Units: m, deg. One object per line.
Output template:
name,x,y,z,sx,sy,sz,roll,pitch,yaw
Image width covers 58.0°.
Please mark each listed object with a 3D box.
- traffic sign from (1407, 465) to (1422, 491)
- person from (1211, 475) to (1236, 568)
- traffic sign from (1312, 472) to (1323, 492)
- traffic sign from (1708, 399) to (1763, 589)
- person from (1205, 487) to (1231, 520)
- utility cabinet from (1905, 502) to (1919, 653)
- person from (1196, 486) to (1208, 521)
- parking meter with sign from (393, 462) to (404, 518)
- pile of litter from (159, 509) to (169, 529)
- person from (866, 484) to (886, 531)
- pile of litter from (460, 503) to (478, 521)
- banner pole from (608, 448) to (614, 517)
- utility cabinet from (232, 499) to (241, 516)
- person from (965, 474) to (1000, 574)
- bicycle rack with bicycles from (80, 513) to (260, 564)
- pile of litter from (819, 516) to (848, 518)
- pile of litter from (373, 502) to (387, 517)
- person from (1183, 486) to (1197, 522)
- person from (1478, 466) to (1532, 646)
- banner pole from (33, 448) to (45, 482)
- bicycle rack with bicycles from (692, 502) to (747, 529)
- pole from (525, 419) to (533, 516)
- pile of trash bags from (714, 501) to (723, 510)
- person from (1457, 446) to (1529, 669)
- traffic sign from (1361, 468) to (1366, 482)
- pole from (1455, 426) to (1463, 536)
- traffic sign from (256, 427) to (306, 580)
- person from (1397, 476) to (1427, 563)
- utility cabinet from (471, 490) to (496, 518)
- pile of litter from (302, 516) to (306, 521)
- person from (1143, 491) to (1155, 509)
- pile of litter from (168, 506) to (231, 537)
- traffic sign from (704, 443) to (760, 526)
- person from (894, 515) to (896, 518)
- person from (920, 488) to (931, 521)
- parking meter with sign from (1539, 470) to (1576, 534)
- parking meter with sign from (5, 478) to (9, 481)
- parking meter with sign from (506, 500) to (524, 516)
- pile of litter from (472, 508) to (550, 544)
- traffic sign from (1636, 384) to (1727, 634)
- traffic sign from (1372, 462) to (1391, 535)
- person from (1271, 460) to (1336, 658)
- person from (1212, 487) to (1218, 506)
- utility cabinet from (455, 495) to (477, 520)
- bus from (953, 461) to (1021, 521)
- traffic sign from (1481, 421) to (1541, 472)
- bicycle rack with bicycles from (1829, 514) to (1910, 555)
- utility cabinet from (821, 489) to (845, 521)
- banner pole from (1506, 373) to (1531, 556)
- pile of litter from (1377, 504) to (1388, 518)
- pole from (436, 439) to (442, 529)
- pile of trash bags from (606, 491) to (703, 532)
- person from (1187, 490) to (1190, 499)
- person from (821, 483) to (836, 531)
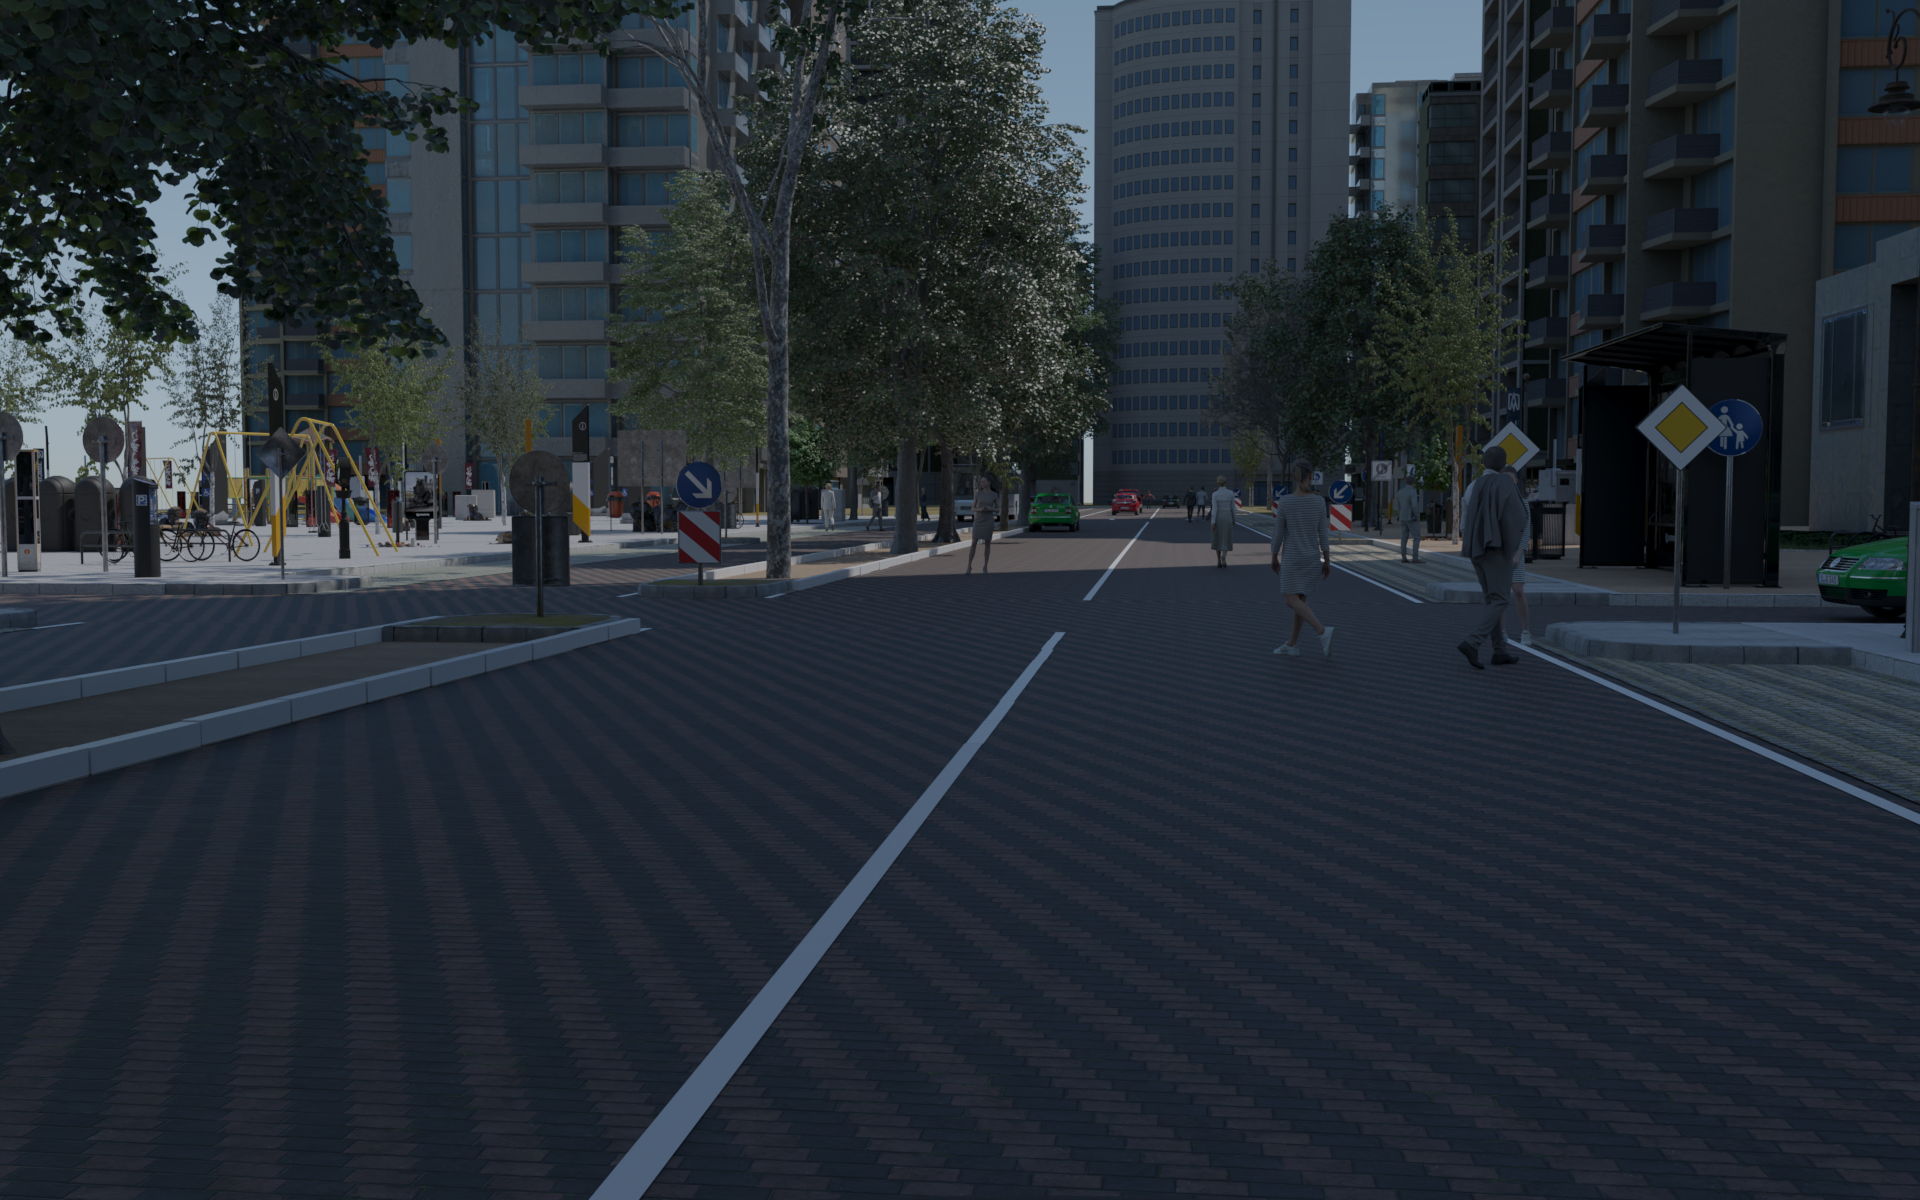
traffic sign,15.703,-3.523,59.733,0.606,2.300,0.079,1,4,16
person,5.078,-1.511,33.436,0.478,1.798,0.641,1,4,13
traffic sign,16.116,-4.668,78.449,0.606,2.300,0.079,1,4,12
traffic sign,10.351,-1.419,23.308,0.768,2.556,0.104,1,4,15
person,14.113,-5.214,93.971,1.509,1.804,0.699,1,4,14
utility cabinet,8.212,-0.168,13.913,1.020,1.237,0.306,1,4,19
person,12.743,-5.079,91.381,0.661,1.843,0.795,1,4,22
parking meter with sign,-30.253,-5.981,94.054,0.543,3.016,1.738,-2,4,-31
pile of litter,-28.625,-2.996,62.954,1.719,0.858,1.176,0,4,8
person,-3.235,-3.533,66.357,0.850,1.850,0.679,2,4,27
pile of litter,-23.204,-4.225,83.051,1.719,0.858,1.176,3,4,39
banner pole,-19.215,-6.441,95.331,0.401,3.779,0.863,1,4,13
utility cabinet,-42.765,-5.733,102.413,0.318,1.500,1.173,-1,4,-12
person,0.403,-1.352,30.942,0.599,1.781,0.374,0,4,5
bicycle rack with bicycles,-15.025,-1.159,32.333,2.925,0.926,2.852,1,4,20
pile of litter,-6.899,-4.843,93.146,1.719,0.858,1.176,2,4,24
pile of litter,-33.050,-5.127,97.784,1.719,0.858,1.176,-1,4,-18
person,11.681,-4.862,87.767,0.659,1.850,0.755,1,4,19
person,5.238,-0.434,16.592,0.512,1.701,0.522,1,4,23
banner pole,-44.056,-5.703,83.254,0.863,3.779,0.401,-1,4,-22
bicycle rack with bicycles,-9.747,-3.065,63.494,2.925,0.926,2.852,3,4,36
pole,-11.722,-3.260,47.136,0.158,3.312,0.155,0,3,0
pile of trash bags,-11.441,-3.852,72.726,3.447,1.369,1.912,0,4,-7
person,4.427,-0.352,14.353,0.850,1.850,0.679,-2,4,-34
traffic sign,19.192,-4.958,81.161,0.768,2.556,0.104,1,4,11
pole,14.867,-3.537,51.673,0.158,3.312,0.155,0,3,0
traffic sign,-10.170,-1.365,25.957,0.795,2.450,0.064,0,4,7
person,9.268,-1.658,35.704,0.391,1.810,0.635,-2,4,-34
utility cabinet,-25.278,-5.089,91.891,1.173,1.500,0.318,0,4,1
pile of litter,-30.625,-4.157,81.929,1.176,0.858,1.719,1,4,11
person,18.358,-9.736,168.408,1.217,1.743,0.721,0,4,-2
pile of litter,-22.931,-2.357,52.506,1.719,0.858,1.176,-1,4,-21
traffic sign,-9.068,-4.585,68.831,2.265,3.308,0.079,1,4,11
person,-2.338,-3.806,71.089,0.694,1.780,0.624,-2,4,-24
person,-1.841,-4.960,90.011,0.534,1.772,0.576,-3,5,-40
parking meter with sign,19.622,-3.658,56.070,1.738,3.016,0.543,1,4,15
parking meter with sign,-46.490,-5.379,84.211,1.738,3.016,0.543,0,4,-7
parking meter with sign,-26.194,-6.540,103.185,0.543,3.016,1.738,3,4,38
pile of litter,-11.553,-1.904,45.095,1.176,0.858,1.719,3,5,43
traffic sign,6.579,-0.748,15.867,0.795,2.450,0.064,0,4,7
traffic sign,13.023,-3.144,53.536,0.606,2.300,0.079,1,4,8
person,3.034,-0.362,15.175,0.466,1.731,0.760,-3,4,-38
person,14.225,-5.353,96.252,0.478,1.798,0.641,3,5,43
utility cabinet,-24.464,-4.564,85.789,1.020,1.237,0.306,0,4,-3
bus,1.463,-6.070,94.108,2.948,3.499,13.247,0,4,8
traffic sign,7.542,-1.232,23.794,0.795,2.450,0.064,0,4,7
bicycle rack with bicycles,16.515,-1.004,29.799,2.925,0.926,2.852,0,4,3
utility cabinet,-5.895,-4.391,80.473,1.173,1.500,0.318,2,4,31
banner pole,11.562,-2.807,35.912,0.863,3.779,0.401,-2,4,-34
pile of litter,22.399,-4.800,92.449,1.176,0.858,1.719,2,4,29
pole,-19.216,-4.282,63.856,0.158,3.312,0.155,0,3,0
pile of trash bags,-10.723,-3.033,59.339,3.447,1.369,1.912,2,4,29
person,21.170,-9.277,160.199,0.705,1.821,1.348,2,4,28
person,-5.009,-3.529,66.077,0.514,1.842,0.818,-1,4,-16
